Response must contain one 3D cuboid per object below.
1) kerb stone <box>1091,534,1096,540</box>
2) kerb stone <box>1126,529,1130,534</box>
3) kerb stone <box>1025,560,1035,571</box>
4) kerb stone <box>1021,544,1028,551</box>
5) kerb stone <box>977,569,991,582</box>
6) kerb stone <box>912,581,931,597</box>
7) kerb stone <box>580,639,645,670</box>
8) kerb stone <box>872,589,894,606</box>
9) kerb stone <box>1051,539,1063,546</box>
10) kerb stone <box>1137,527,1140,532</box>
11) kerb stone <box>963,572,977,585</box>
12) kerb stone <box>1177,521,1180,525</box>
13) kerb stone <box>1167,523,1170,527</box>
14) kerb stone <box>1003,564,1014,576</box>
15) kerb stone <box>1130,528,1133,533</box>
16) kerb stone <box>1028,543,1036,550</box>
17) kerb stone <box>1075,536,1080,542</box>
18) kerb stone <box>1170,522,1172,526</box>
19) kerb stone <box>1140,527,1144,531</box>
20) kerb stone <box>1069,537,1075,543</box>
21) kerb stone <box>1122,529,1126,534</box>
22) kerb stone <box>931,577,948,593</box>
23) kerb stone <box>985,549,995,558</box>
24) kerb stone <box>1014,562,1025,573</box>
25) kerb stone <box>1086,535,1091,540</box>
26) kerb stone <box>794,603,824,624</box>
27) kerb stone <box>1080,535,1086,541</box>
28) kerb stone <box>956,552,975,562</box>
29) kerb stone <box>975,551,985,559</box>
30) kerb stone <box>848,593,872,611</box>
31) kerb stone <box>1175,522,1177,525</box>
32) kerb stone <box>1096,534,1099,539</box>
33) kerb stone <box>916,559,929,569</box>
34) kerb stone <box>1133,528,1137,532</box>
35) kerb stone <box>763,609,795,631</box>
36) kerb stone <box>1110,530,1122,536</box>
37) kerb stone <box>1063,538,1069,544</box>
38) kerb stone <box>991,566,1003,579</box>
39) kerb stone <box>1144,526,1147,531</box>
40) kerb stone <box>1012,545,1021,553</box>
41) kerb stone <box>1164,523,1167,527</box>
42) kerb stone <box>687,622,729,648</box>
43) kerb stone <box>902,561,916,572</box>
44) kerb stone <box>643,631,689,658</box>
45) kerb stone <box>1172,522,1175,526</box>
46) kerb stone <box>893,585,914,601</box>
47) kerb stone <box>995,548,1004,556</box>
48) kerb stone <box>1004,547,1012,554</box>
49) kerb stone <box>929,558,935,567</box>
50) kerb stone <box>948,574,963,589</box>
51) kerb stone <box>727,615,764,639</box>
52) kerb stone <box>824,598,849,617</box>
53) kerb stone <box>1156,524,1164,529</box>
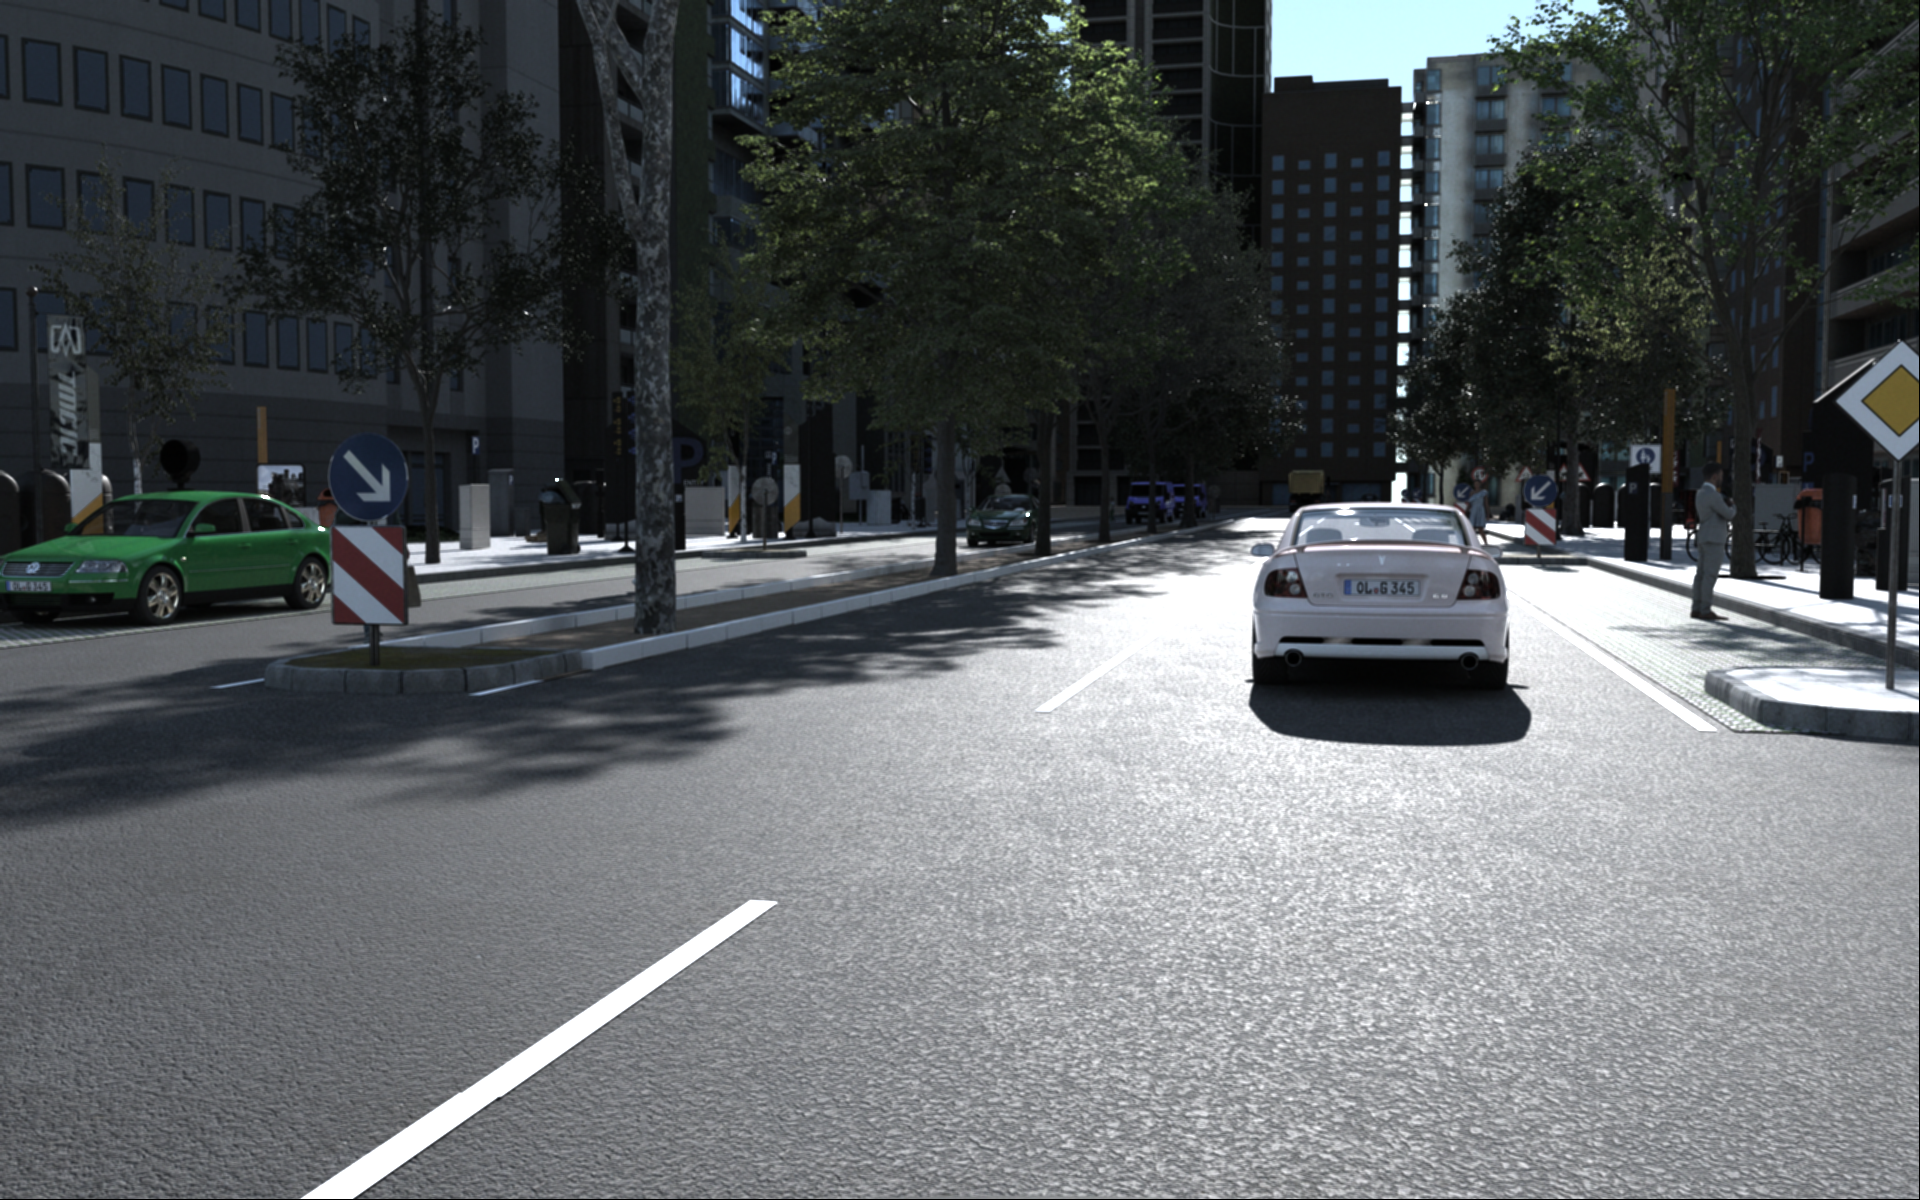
[{"bbox_3d":[4.028,-1.947,54.021,0.120,0.150,1.000,1,4,13],"label":"kerb stone"},{"bbox_3d":[5.870,-2.436,62.017,0.120,0.150,1.000,1,4,13],"label":"kerb stone"},{"bbox_3d":[1.217,-0.633,32.538,0.120,0.150,1.000,1,4,13],"label":"kerb stone"},{"bbox_3d":[1.486,-1.274,43.040,0.120,0.150,1.000,1,4,13],"label":"kerb stone"},{"bbox_3d":[0.301,-0.388,28.536,0.120,0.150,1.000,1,4,13],"label":"kerb stone"},{"bbox_3d":[-0.625,-0.143,24.534,0.120,0.150,1.000,1,4,13],"label":"kerb stone"},{"bbox_3d":[-2.928,0.467,14.562,0.120,0.150,1.000,1,4,13],"label":"kerb stone"},{"bbox_3d":[-1.084,-0.020,22.542,0.120,0.150,1.000,1,4,13],"label":"kerb stone"},{"bbox_3d":[2.639,-1.580,48.027,0.120,0.150,1.000,1,4,13],"label":"kerb stone"},{"bbox_3d":[6.554,-2.616,65.014,0.120,0.150,1.000,1,4,13],"label":"kerb stone"},{"bbox_3d":[0.064,-0.327,27.541,0.120,0.150,1.000,1,4,13],"label":"kerb stone"},{"bbox_3d":[9.789,-3.471,79.014,0.120,0.150,1.000,1,4,13],"label":"kerb stone"},{"bbox_3d":[8.868,-3.229,74.997,0.120,0.150,1.000,1,4,13],"label":"kerb stone"},{"bbox_3d":[0.756,-0.510,30.538,0.120,0.150,1.000,1,4,13],"label":"kerb stone"},{"bbox_3d":[6.092,-2.497,63.015,0.120,0.150,1.000,1,4,13],"label":"kerb stone"},{"bbox_3d":[1.717,-1.335,44.035,0.120,0.150,1.000,1,4,13],"label":"kerb stone"},{"bbox_3d":[3.335,-1.764,51.034,0.120,0.150,1.000,1,4,13],"label":"kerb stone"},{"bbox_3d":[9.092,-3.291,76.007,0.120,0.150,1.000,1,4,13],"label":"kerb stone"},{"bbox_3d":[6.787,-2.680,66.017,0.120,0.150,1.000,1,4,13],"label":"kerb stone"},{"bbox_3d":[3.103,-1.703,50.038,0.120,0.150,1.000,1,4,13],"label":"kerb stone"},{"bbox_3d":[5.625,-2.372,61.023,0.120,0.150,1.000,1,4,13],"label":"kerb stone"},{"bbox_3d":[-0.395,-0.204,25.531,0.120,0.150,1.000,1,4,13],"label":"kerb stone"},{"bbox_3d":[0.561,-1.030,39.045,0.120,0.150,1.000,1,4,13],"label":"kerb stone"},{"bbox_3d":[0.984,-0.572,31.542,0.120,0.150,1.000,1,4,13],"label":"kerb stone"},{"bbox_3d":[3.796,-1.885,53.026,0.120,0.150,1.000,1,4,13],"label":"kerb stone"},{"bbox_3d":[-1.773,0.162,19.546,0.120,0.150,1.000,1,4,13],"label":"kerb stone"},{"bbox_3d":[3.563,-1.822,52.030,0.120,0.150,1.000,1,4,13],"label":"kerb stone"},{"bbox_3d":[0.109,-0.908,37.051,0.120,0.150,1.000,1,4,13],"label":"kerb stone"},{"bbox_3d":[0.332,-0.970,38.048,0.120,0.150,1.000,1,4,13],"label":"kerb stone"},{"bbox_3d":[-1.316,0.040,21.546,0.120,0.150,1.000,1,4,13],"label":"kerb stone"},{"bbox_3d":[9.572,-3.414,78.014,0.120,0.150,1.000,1,4,13],"label":"kerb stone"},{"bbox_3d":[4.254,-2.008,55.018,0.120,0.150,1.000,1,4,13],"label":"kerb stone"},{"bbox_3d":[-0.816,-0.660,33.043,0.120,0.150,1.000,1,4,13],"label":"kerb stone"},{"bbox_3d":[6.323,-2.558,64.011,0.120,0.150,1.000,1,4,13],"label":"kerb stone"},{"bbox_3d":[-2.013,0.223,18.549,0.120,0.150,1.000,1,4,13],"label":"kerb stone"},{"bbox_3d":[5.403,-2.313,60.017,0.120,0.150,1.000,1,4,13],"label":"kerb stone"},{"bbox_3d":[2.873,-1.638,49.029,0.120,0.150,1.000,1,4,13],"label":"kerb stone"},{"bbox_3d":[0.528,-0.446,29.542,0.120,0.150,1.000,1,4,13],"label":"kerb stone"},{"bbox_3d":[7.019,-2.741,67.012,0.120,0.150,1.000,1,4,13],"label":"kerb stone"},{"bbox_3d":[1.255,-1.214,42.044,0.120,0.150,1.000,1,4,13],"label":"kerb stone"},{"bbox_3d":[8.632,-3.168,73.990,0.120,0.150,1.000,1,4,13],"label":"kerb stone"},{"bbox_3d":[-2.466,0.350,16.555,0.120,0.150,1.000,1,4,13],"label":"kerb stone"},{"bbox_3d":[-1.053,-0.601,32.047,0.120,0.150,1.000,1,4,13],"label":"kerb stone"},{"bbox_3d":[-2.705,0.408,15.560,0.120,0.150,1.000,1,4,13],"label":"kerb stone"},{"bbox_3d":[9.328,-3.353,77.021,0.120,0.150,1.000,1,4,13],"label":"kerb stone"},{"bbox_3d":[-0.850,-0.082,23.537,0.120,0.150,1.000,1,4,13],"label":"kerb stone"},{"bbox_3d":[0.790,-1.091,40.041,0.120,0.150,1.000,1,4,13],"label":"kerb stone"},{"bbox_3d":[1.021,-1.152,41.039,0.120,0.150,1.000,1,4,13],"label":"kerb stone"},{"bbox_3d":[-0.580,-0.725,34.047,0.120,0.150,1.000,1,4,13],"label":"kerb stone"},{"bbox_3d":[-0.164,-0.265,26.536,0.120,0.150,1.000,1,4,13],"label":"kerb stone"},{"bbox_3d":[-2.237,0.284,17.552,0.120,0.150,1.000,1,4,13],"label":"kerb stone"},{"bbox_3d":[-1.543,0.102,20.550,0.120,0.150,1.000,1,4,13],"label":"kerb stone"},{"bbox_3d":[8.397,-3.107,72.994,0.120,0.150,1.000,1,4,13],"label":"kerb stone"}]
